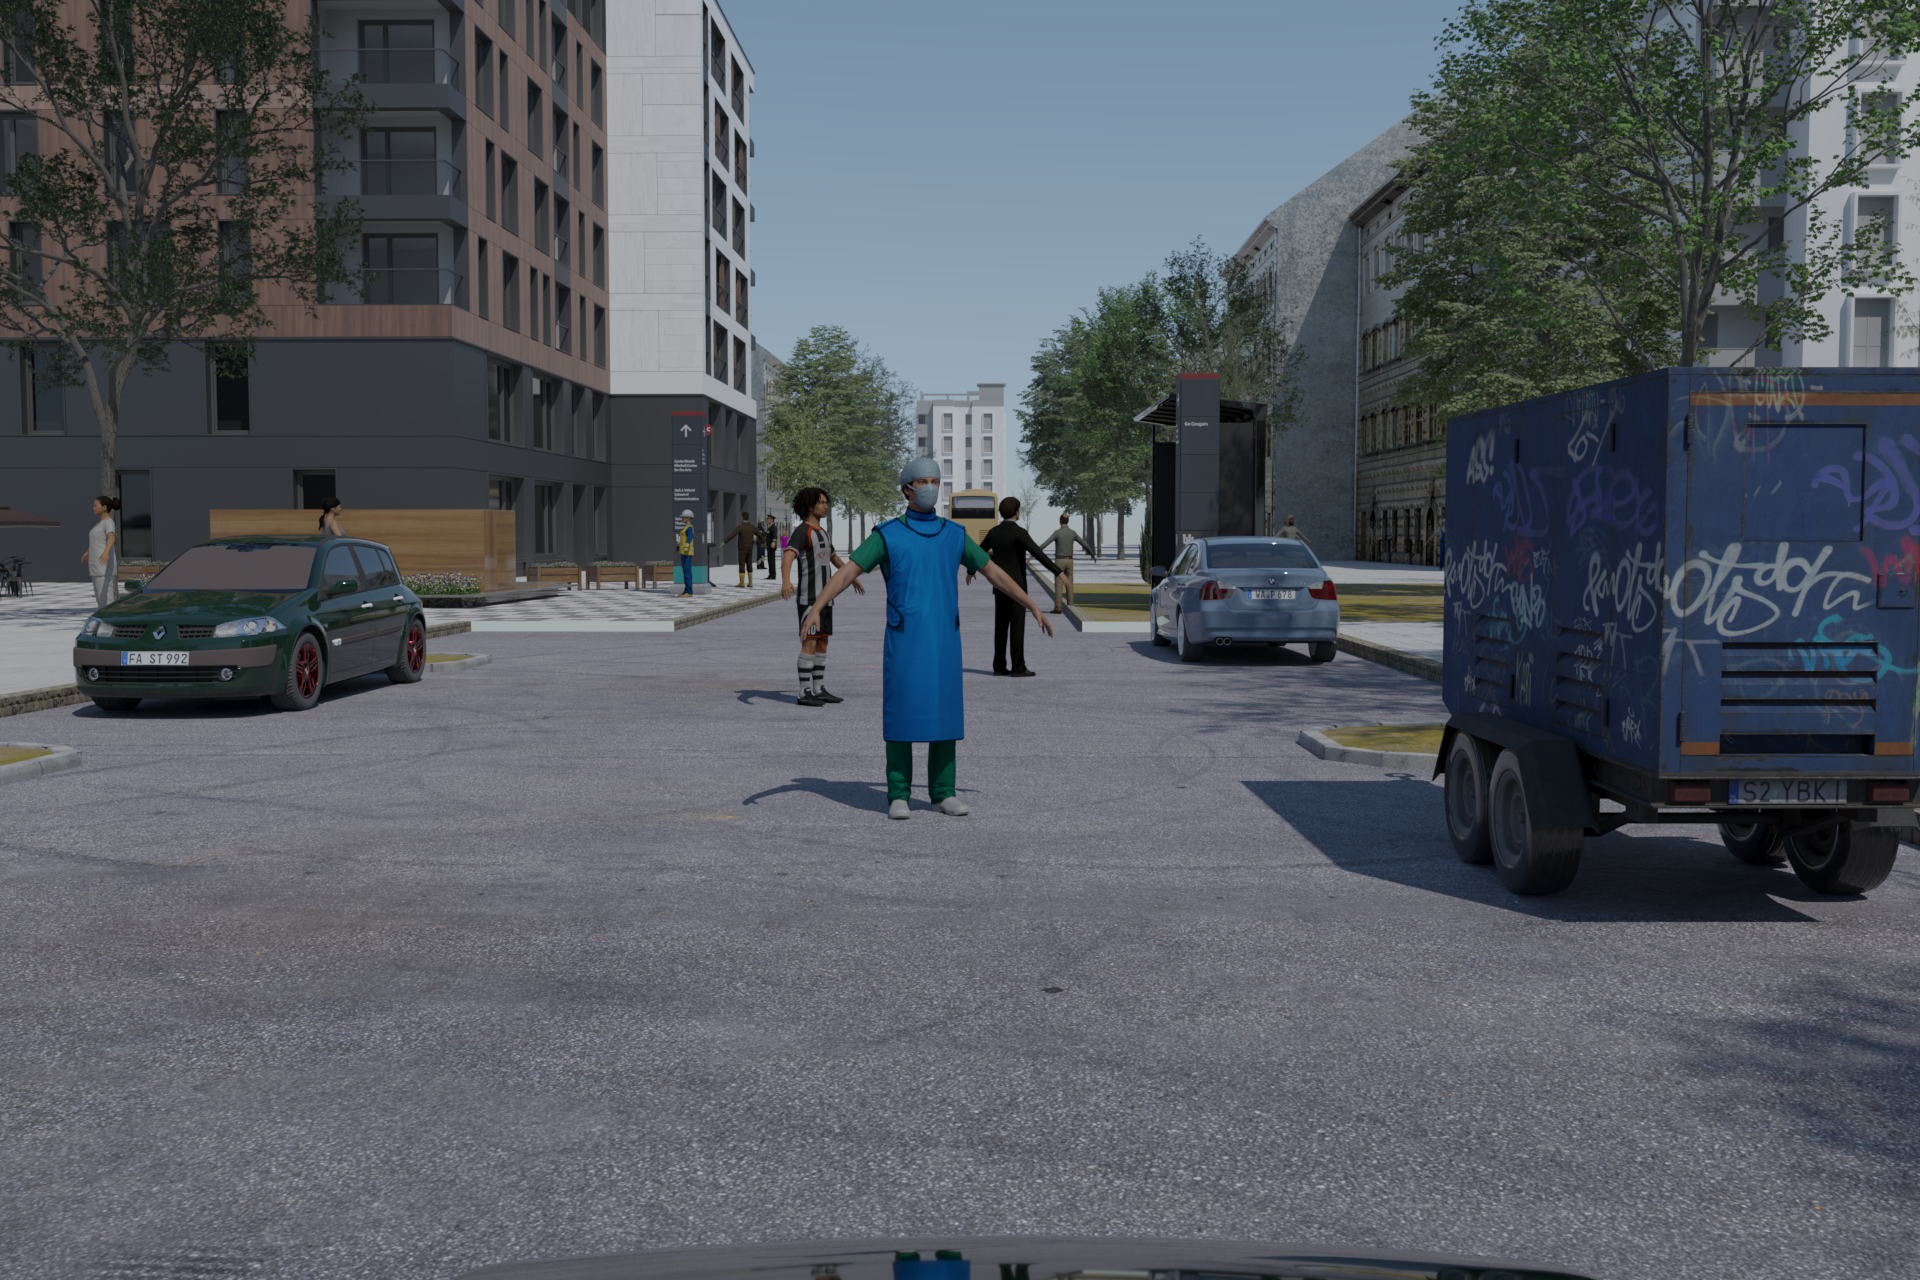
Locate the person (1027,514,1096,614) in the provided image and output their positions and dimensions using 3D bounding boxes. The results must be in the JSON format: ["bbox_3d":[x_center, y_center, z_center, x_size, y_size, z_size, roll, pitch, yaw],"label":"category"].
[{"bbox_3d":[1.856,-1.369,31.107,1.348,1.796,0.705,-1,4,-19],"label":"person"}]

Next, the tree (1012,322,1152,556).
[{"bbox_3d":[7.878,-12.030,103.345,9.857,13.997,8.962,0,3,0],"label":"tree"}]

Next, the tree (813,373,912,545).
[{"bbox_3d":[-7.218,-12.502,122.533,7.486,12.596,7.792,0,3,0],"label":"tree"}]

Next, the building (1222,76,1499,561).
[{"bbox_3d":[24.525,-15.931,91.393,19.493,23.208,18.063,0,4,2],"label":"building"}]

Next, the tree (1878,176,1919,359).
[{"bbox_3d":[17.837,-4.737,27.808,4.360,8.622,3.978,0,3,0],"label":"tree"}]

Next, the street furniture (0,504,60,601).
[{"bbox_3d":[-32.326,-1.579,30.845,27.439,1.986,14.083,0,4,3],"label":"street furniture"}]

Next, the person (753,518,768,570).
[{"bbox_3d":[-7.168,-3.474,62.575,0.705,1.856,1.354,2,4,26],"label":"person"}]

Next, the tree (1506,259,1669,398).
[{"bbox_3d":[15.571,-5.756,44.478,4.360,8.622,3.978,0,3,0],"label":"tree"}]

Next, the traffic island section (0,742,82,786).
[{"bbox_3d":[-6.435,0.771,10.253,1.991,0.108,1.994,0,4,1],"label":"traffic island section"}]

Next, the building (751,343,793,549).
[{"bbox_3d":[-25.288,-19.736,153.607,19.493,23.208,18.063,0,4,1],"label":"building"}]

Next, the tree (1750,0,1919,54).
[{"bbox_3d":[9.374,-6.018,8.771,12.009,13.543,11.850,0,3,0],"label":"tree"}]

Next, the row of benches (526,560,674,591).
[{"bbox_3d":[-7.966,-1.505,40.075,4.104,0.672,1.422,-3,4,-37],"label":"row of benches"}]

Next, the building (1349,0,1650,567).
[{"bbox_3d":[27.970,-14.813,73.118,19.493,23.208,18.063,0,4,1],"label":"building"}]

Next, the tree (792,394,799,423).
[{"bbox_3d":[-21.371,-22.222,219.219,12.611,20.169,13.585,0,3,0],"label":"tree"}]

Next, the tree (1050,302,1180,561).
[{"bbox_3d":[8.073,-10.116,83.519,7.486,12.596,7.792,0,3,0],"label":"tree"}]

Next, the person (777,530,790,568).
[{"bbox_3d":[-6.566,-3.380,64.528,0.991,1.433,0.599,1,4,14],"label":"person"}]

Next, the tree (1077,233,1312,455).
[{"bbox_3d":[7.357,-7.369,54.897,8.767,10.594,7.601,2,4,28],"label":"tree"}]

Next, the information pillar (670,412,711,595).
[{"bbox_3d":[-5.758,-2.909,36.934,0.750,3.857,0.750,0,4,2],"label":"information pillar"}]

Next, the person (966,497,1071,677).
[{"bbox_3d":[0.525,-0.538,17.437,1.347,1.806,0.705,3,5,42],"label":"person"}]

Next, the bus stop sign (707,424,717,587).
[{"bbox_3d":[-6.369,-3.270,42.163,0.855,3.939,0.416,0,4,1],"label":"bus stop sign"}]

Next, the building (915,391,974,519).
[{"bbox_3d":[-5.295,-22.199,221.832,11.380,20.090,16.016,1,4,8],"label":"building"}]

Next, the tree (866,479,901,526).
[{"bbox_3d":[-6.504,-11.058,131.166,4.360,8.622,3.978,0,3,0],"label":"tree"}]

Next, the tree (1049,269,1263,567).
[{"bbox_3d":[7.496,-8.633,66.897,9.928,11.665,9.643,0,3,0],"label":"tree"}]

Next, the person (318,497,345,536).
[{"bbox_3d":[-7.598,-0.883,21.250,0.721,1.737,1.217,-3,4,-37],"label":"person"}]

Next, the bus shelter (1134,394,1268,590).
[{"bbox_3d":[4.372,-2.497,32.104,1.731,3.624,6.357,0,4,0],"label":"bus shelter"}]

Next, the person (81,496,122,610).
[{"bbox_3d":[-10.275,-0.847,20.612,0.721,1.739,1.217,-3,4,-36],"label":"person"}]

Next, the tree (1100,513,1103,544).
[{"bbox_3d":[19.013,-22.506,223.866,12.611,20.169,13.585,0,3,0],"label":"tree"}]

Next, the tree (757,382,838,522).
[{"bbox_3d":[-7.648,-8.111,82.971,4.737,8.622,4.395,0,3,0],"label":"tree"}]

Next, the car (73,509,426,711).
[{"bbox_3d":[-6.109,-0.337,15.297,2.009,1.686,4.222,0,4,2],"label":"car"}]

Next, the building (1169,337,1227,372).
[{"bbox_3d":[28.603,-19.669,152.517,19.493,23.208,18.063,0,4,1],"label":"building"}]

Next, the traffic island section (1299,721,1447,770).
[{"bbox_3d":[3.306,0.698,11.452,1.991,0.108,1.994,0,4,1],"label":"traffic island section"}]

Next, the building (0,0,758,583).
[{"bbox_3d":[-23.352,-13.286,61.196,27.936,21.610,32.646,0,4,1],"label":"building"}]

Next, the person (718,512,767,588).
[{"bbox_3d":[-5.173,-2.169,41.599,1.346,1.812,0.704,-3,5,-40],"label":"person"}]

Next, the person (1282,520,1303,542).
[{"bbox_3d":[11.754,-3.422,62.228,0.705,1.796,1.348,-3,5,-42],"label":"person"}]

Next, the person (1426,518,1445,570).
[{"bbox_3d":[17.106,-3.378,61.079,1.347,1.847,0.705,2,4,24],"label":"person"}]

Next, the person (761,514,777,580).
[{"bbox_3d":[-5.325,-2.611,48.621,0.705,1.837,1.347,-1,4,-19],"label":"person"}]

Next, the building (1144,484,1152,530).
[{"bbox_3d":[25.396,-14.896,185.692,9.099,9.664,28.070,0,4,1],"label":"building"}]

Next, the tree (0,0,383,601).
[{"bbox_3d":[-11.482,-5.401,22.712,8.767,10.594,7.601,0,4,-3],"label":"tree"}]

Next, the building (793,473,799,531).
[{"bbox_3d":[-21.312,-14.650,181.682,9.099,9.664,28.070,0,4,1],"label":"building"}]

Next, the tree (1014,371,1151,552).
[{"bbox_3d":[9.047,-13.200,126.185,12.009,13.543,11.850,0,3,0],"label":"tree"}]

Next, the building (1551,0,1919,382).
[{"bbox_3d":[26.684,-12.542,61.488,16.016,20.090,11.380,0,4,2],"label":"building"}]

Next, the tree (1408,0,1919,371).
[{"bbox_3d":[9.600,-5.938,22.839,9.928,11.665,9.643,0,3,0],"label":"tree"}]

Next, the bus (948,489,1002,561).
[{"bbox_3d":[0.842,-6.262,93.938,2.896,3.916,12.252,0,4,2],"label":"bus"}]

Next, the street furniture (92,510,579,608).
[{"bbox_3d":[-12.569,-1.592,32.883,9.812,1.723,11.010,0,4,3],"label":"street furniture"}]

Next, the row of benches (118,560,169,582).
[{"bbox_3d":[-18.100,-1.534,40.549,4.104,0.672,1.422,2,4,23],"label":"row of benches"}]

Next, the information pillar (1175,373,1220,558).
[{"bbox_3d":[3.860,-2.375,28.213,0.750,3.857,0.750,0,4,1],"label":"information pillar"}]

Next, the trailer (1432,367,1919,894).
[{"bbox_3d":[2.889,-0.052,7.902,1.471,1.999,3.904,0,4,0],"label":"trailer"}]

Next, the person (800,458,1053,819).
[{"bbox_3d":[-0.181,-0.013,8.797,1.347,1.817,0.704,-1,4,-21],"label":"person"}]

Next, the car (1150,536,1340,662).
[{"bbox_3d":[3.332,-0.532,20.708,2.014,1.417,4.499,0,4,0],"label":"car"}]

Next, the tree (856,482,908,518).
[{"bbox_3d":[-9.828,-17.424,219.286,7.601,10.594,8.767,1,4,8],"label":"tree"}]

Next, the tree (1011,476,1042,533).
[{"bbox_3d":[8.887,-16.454,219.388,4.360,8.622,3.978,0,3,0],"label":"tree"}]

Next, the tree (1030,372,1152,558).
[{"bbox_3d":[7.659,-9.753,93.876,8.767,10.594,7.601,1,4,14],"label":"tree"}]

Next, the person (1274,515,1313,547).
[{"bbox_3d":[9.281,-2.604,48.699,1.348,1.813,0.705,-1,4,-17],"label":"person"}]

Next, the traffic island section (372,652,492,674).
[{"bbox_3d":[-6.199,0.251,18.763,1.991,0.108,1.994,0,4,1],"label":"traffic island section"}]

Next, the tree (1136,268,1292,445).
[{"bbox_3d":[7.541,-5.933,47.370,4.360,8.622,3.978,0,3,0],"label":"tree"}]

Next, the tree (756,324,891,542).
[{"bbox_3d":[-7.558,-10.779,94.363,7.486,12.596,7.792,0,3,0],"label":"tree"}]

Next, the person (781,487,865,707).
[{"bbox_3d":[-1.196,-0.362,14.524,0.704,1.843,1.345,2,4,24],"label":"person"}]

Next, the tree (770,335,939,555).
[{"bbox_3d":[-6.891,-12.081,107.902,12.009,13.543,11.850,0,3,0],"label":"tree"}]

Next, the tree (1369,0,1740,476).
[{"bbox_3d":[12.231,-7.210,36.004,7.486,12.596,7.792,0,3,0],"label":"tree"}]

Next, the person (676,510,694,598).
[{"bbox_3d":[-5.613,-1.751,35.090,0.721,1.772,1.216,-1,4,-17],"label":"person"}]
